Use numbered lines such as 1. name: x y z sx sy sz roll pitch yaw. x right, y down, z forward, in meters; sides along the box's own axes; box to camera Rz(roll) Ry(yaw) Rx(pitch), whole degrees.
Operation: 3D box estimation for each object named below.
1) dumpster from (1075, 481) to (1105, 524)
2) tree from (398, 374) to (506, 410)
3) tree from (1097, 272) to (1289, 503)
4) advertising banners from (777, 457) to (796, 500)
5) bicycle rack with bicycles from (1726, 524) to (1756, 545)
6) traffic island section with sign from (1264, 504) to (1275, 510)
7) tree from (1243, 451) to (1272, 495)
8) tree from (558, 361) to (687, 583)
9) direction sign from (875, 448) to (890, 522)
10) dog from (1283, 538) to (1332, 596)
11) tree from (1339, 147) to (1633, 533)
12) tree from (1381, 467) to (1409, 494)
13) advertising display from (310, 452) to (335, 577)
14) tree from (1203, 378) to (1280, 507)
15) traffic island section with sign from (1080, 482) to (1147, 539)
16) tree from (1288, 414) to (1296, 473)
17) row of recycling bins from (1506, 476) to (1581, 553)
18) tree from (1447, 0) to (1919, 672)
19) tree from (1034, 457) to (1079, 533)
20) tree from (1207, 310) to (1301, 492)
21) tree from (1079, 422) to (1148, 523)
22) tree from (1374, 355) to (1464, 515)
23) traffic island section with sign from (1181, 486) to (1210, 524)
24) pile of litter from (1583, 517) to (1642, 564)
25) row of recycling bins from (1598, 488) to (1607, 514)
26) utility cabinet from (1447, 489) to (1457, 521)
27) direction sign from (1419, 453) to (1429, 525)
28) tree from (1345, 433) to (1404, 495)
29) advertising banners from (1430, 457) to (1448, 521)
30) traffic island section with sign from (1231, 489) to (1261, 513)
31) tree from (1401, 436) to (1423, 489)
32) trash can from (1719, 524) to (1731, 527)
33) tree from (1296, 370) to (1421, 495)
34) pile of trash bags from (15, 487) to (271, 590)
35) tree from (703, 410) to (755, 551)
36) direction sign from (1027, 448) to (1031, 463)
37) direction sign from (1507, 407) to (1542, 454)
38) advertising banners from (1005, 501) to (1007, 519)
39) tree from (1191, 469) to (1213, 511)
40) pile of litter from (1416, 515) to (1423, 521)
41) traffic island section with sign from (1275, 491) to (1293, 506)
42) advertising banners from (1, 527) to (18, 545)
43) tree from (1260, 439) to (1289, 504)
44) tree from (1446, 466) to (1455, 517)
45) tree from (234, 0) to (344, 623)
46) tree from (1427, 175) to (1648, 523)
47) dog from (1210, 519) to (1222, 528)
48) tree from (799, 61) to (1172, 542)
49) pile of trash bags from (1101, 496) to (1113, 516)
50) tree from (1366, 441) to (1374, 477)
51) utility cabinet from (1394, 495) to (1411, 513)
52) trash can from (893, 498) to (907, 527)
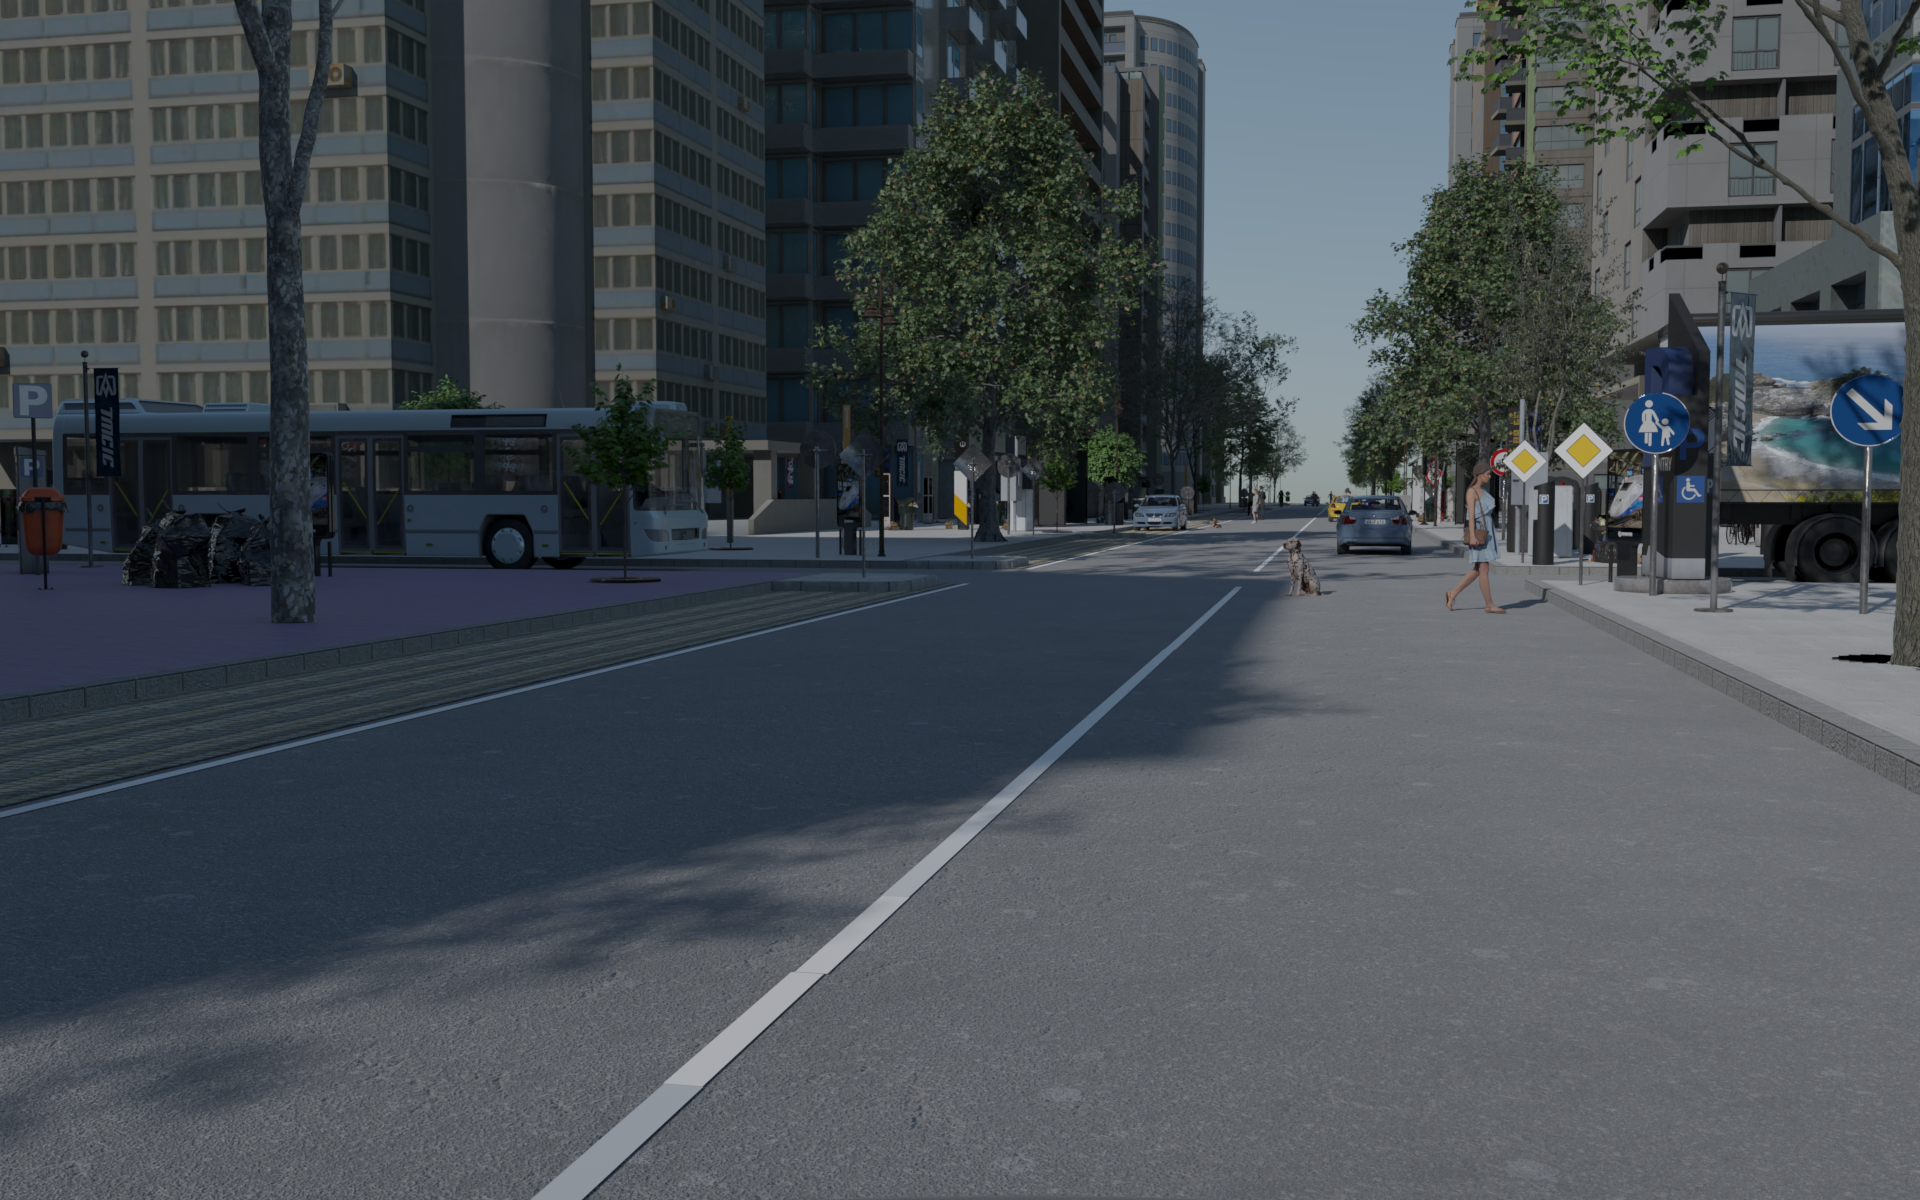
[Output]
1. dumpster: 5.630 -4.279 75.712 1.264 1.857 1.865 1 4 12
2. tree: -13.883 -3.893 47.364 4.285 4.588 4.351 0 3 0
3. tree: 11.892 -11.376 96.368 12.009 13.543 11.850 0 3 0
4. advertising banners: -8.320 -5.032 78.454 2.074 3.025 0.090 -2 4 -35
5. bicycle rack with bicycles: 19.740 -1.923 44.819 2.925 0.926 2.852 -3 5 -43
6. traffic island section with sign: 27.399 -9.118 157.705 1.989 1.847 2.006 1 4 12
7. tree: 36.126 -15.988 211.769 4.737 8.622 4.395 0 3 0
8. tree: -4.962 -1.885 25.417 1.663 3.219 1.824 0 3 0
9. direction sign: -3.584 -5.369 79.773 0.876 3.537 0.379 -3 5 -43
10. dog: 4.941 -0.458 24.319 0.800 0.831 0.513 1 4 11
11. tree: 17.533 -8.587 57.413 9.611 12.733 9.660 0 3 0
12. tree: 31.461 -7.966 124.843 1.663 3.219 1.824 0 3 0
13. advertising display: -10.169 -1.334 27.025 0.974 1.923 0.123 2 4 24
14. tree: 27.723 -15.320 168.607 7.486 12.596 7.792 0 3 0
15. traffic island section with sign: 5.012 -2.905 56.128 1.989 1.847 2.006 1 4 12
16. tree: 46.319 -21.036 254.306 12.009 13.543 11.850 0 3 0
17. row of recycling bins: 13.183 -1.962 39.198 1.069 1.692 3.534 2 4 34
18. tree: 7.193 -5.326 12.842 9.928 11.665 9.643 0 3 0
19. tree: 3.097 -3.842 57.418 1.663 3.219 1.824 0 3 0
20. tree: 29.509 -19.921 181.601 12.611 20.169 13.585 0 3 0
21. tree: 6.833 -5.796 78.481 4.285 4.588 4.351 0 3 0
22. tree: 23.010 -8.252 85.280 4.737 8.622 4.395 0 3 0
23. traffic island section with sign: 10.950 -4.556 83.113 1.989 1.847 2.006 1 4 12
24. pile of litter: 12.336 -1.138 32.575 1.176 0.858 1.719 1 4 8
25. row of recycling bins: 28.115 -4.343 78.124 3.534 1.692 1.069 2 4 32
26. utility cabinet: 24.445 -4.647 84.658 0.318 1.500 1.173 -1 4 -21
27. direction sign: 19.281 -4.884 71.854 0.379 3.537 0.876 2 4 26
28. tree: 52.030 -18.181 215.379 7.486 12.596 7.792 0 3 0
29. advertising banners: 22.794 -5.244 81.928 2.074 3.025 0.090 -3 5 -40
30. traffic island section with sign: 21.591 -7.506 131.357 1.989 1.847 2.006 1 4 12
31. tree: 21.077 -7.691 76.106 4.360 8.622 3.978 0 3 0
32. trash can: 29.613 -3.379 66.903 0.748 1.137 0.748 0 3 0
33. tree: 41.955 -15.917 170.609 12.009 13.543 11.850 0 3 0
34. pile of trash bags: -11.210 -0.882 24.177 3.447 1.369 1.912 -2 4 -31
35. tree: -5.221 -2.768 39.853 1.663 3.219 1.824 0 3 0
36. direction sign: 3.332 -5.068 74.864 0.876 3.537 0.379 1 4 15
37. direction sign: 14.712 -3.255 45.217 0.876 3.537 0.379 3 4 37
38. advertising banners: 2.702 -5.669 88.873 0.090 3.025 2.074 -1 4 -19
39. tree: 18.625 -8.490 133.414 1.663 3.219 1.824 0 3 0
40. pile of litter: 22.778 -4.290 84.098 1.719 0.858 1.176 -1 4 -19
41. traffic island section with sign: 39.495 -12.476 212.605 1.989 1.847 2.006 1 4 12
42. advertising banners: -24.839 -2.919 43.912 2.074 3.025 0.090 0 4 2
43. tree: 44.515 -18.027 245.109 4.360 8.622 3.978 0 3 0
44. tree: 26.805 -6.251 96.807 1.663 3.219 1.824 0 3 0
45. tree: -7.891 -9.787 15.908 12.611 20.169 13.585 0 3 0
46. tree: 14.009 -5.550 41.105 4.360 8.622 3.978 0 3 0
47. dog: 10.766 -3.230 73.000 0.550 0.427 0.748 1 4 19
48. tree: 0.774 -7.902 46.213 9.611 12.733 9.660 0 3 0
49. pile of trash bags: 8.577 -5.611 101.497 1.912 1.369 3.447 0 4 -6
50. tree: 36.754 -12.036 147.158 4.737 8.622 4.395 0 3 0
51. utility cabinet: 26.510 -5.662 103.734 1.020 1.237 0.306 -2 4 -23
52. trash can: -2.220 -3.348 66.386 0.748 1.137 0.748 0 3 0
